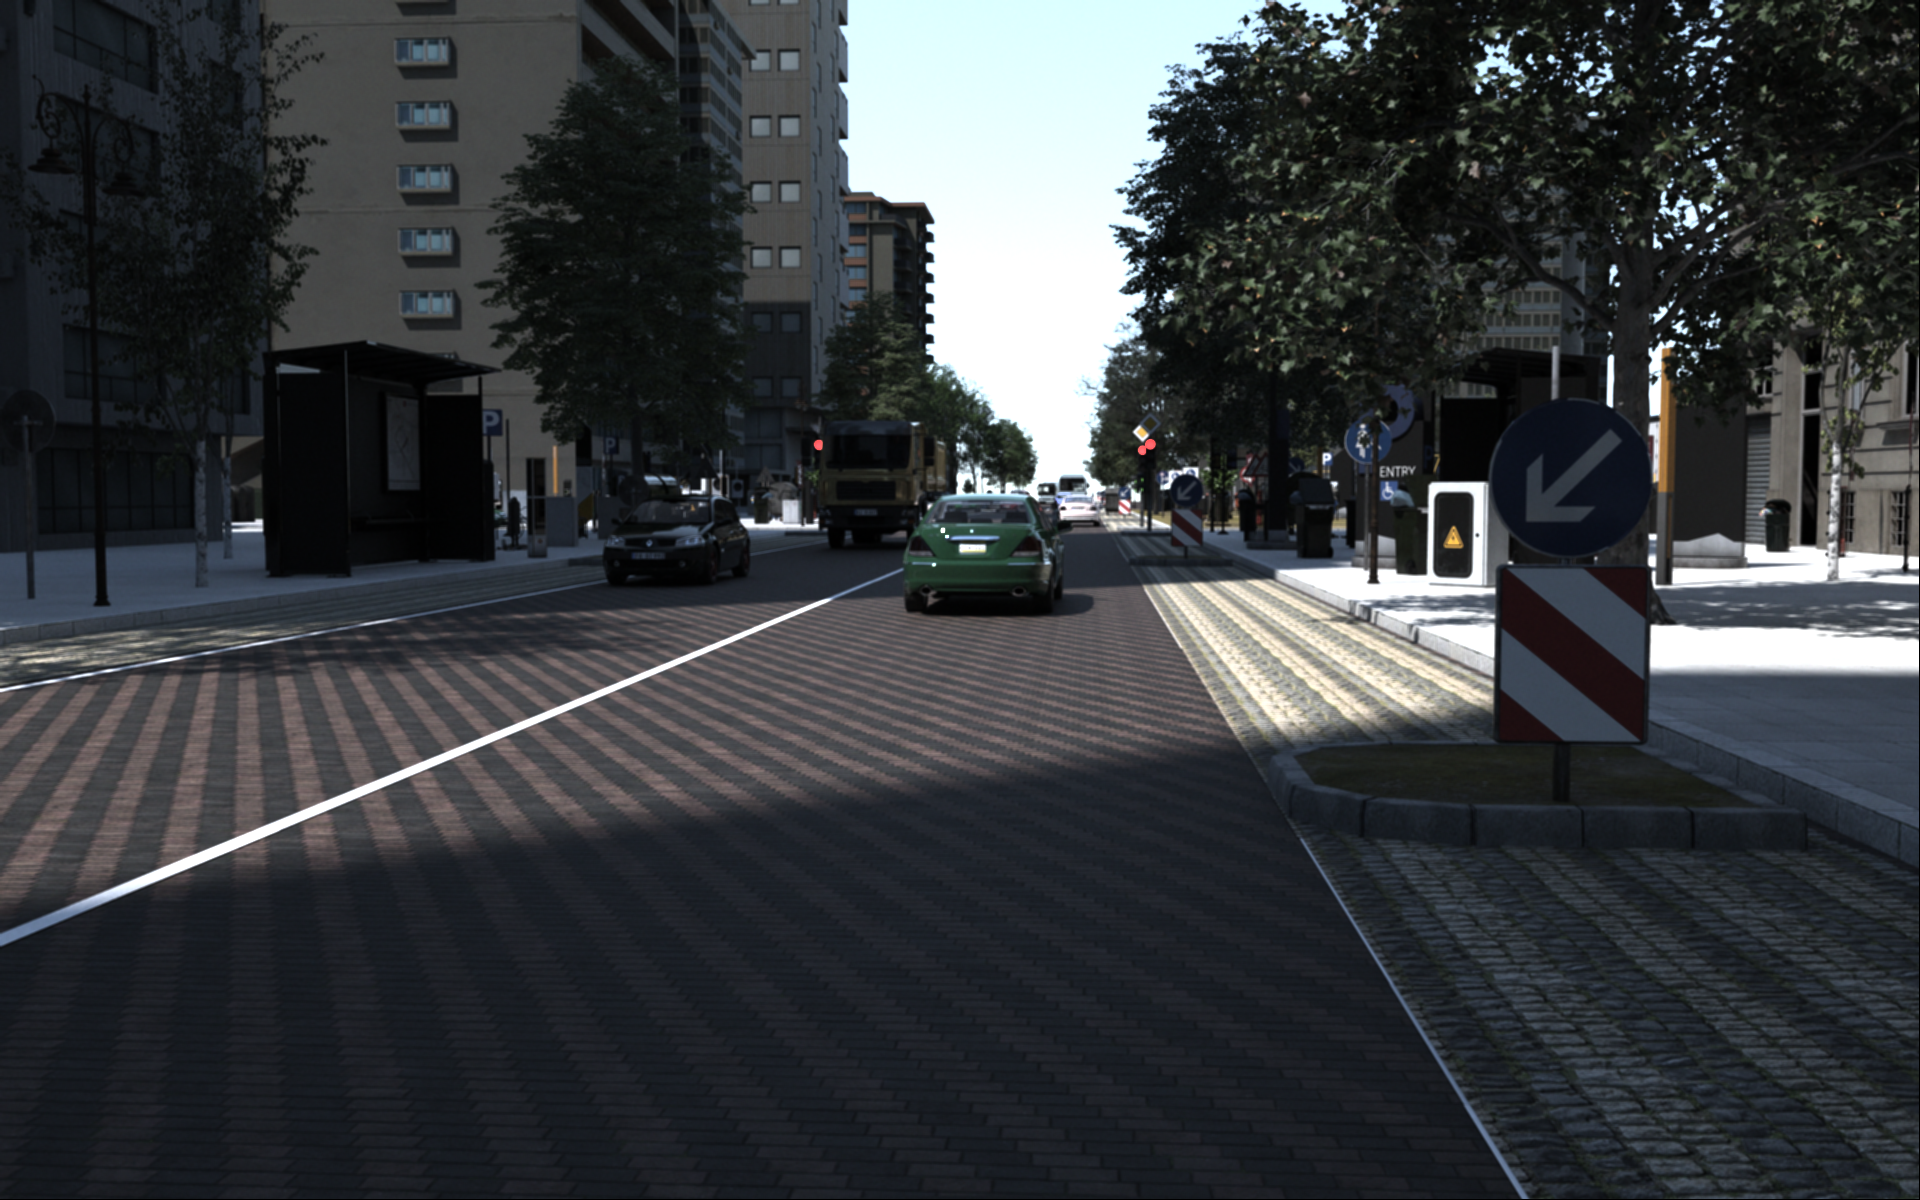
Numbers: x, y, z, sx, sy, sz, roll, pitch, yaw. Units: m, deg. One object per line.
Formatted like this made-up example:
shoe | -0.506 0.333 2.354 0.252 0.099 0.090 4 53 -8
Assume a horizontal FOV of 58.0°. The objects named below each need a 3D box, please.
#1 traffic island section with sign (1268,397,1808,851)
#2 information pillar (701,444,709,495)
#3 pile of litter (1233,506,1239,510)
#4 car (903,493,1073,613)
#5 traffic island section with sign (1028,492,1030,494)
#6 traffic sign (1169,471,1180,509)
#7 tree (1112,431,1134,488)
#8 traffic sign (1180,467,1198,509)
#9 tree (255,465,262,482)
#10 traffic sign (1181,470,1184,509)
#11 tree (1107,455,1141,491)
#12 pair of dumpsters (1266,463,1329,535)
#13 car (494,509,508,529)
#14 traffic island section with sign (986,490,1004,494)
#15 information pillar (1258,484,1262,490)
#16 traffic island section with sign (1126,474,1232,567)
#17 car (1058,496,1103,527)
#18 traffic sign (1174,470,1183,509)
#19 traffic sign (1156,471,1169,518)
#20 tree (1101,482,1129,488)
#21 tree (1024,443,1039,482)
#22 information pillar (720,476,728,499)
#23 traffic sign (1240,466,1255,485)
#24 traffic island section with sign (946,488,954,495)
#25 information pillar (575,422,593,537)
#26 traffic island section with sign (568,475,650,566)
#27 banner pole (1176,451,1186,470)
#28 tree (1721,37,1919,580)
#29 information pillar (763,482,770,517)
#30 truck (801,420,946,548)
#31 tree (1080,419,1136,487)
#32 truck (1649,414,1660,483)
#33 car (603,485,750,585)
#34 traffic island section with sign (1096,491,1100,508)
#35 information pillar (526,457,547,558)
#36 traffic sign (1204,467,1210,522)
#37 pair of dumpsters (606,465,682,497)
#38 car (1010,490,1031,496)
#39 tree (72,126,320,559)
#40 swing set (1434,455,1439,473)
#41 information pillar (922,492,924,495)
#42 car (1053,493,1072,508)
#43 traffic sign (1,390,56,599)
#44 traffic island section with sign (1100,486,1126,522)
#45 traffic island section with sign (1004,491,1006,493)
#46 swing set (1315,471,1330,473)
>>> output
traffic island section with sign | 2.465 0.043 7.923 1.989 1.847 2.006 0 4 4
information pillar | -11.919 -5.475 80.871 0.183 3.616 0.504 -3 5 -45
pile of litter | 21.845 -7.527 137.034 1.176 0.858 1.719 0 4 8
car | 0.374 -0.650 22.423 2.131 1.459 4.920 0 4 6
traffic island section with sign | 10.888 -16.437 277.373 1.989 1.847 2.006 0 4 4
traffic sign | 9.476 -4.530 76.199 0.606 2.300 0.079 1 4 8
tree | 17.405 -13.949 178.432 4.737 8.622 4.395 0 3 0
traffic sign | 8.852 -3.934 66.453 0.606 2.300 0.079 1 4 13
tree | -21.129 -3.648 54.245 1.663 3.219 1.824 0 3 0
traffic sign | 11.813 -5.607 91.776 0.768 2.556 0.104 1 4 11
tree | 21.357 -16.896 226.616 4.360 8.622 3.978 0 3 0
pair of dumpsters | 10.864 -3.263 55.851 1.574 2.255 4.437 0 4 4
car | -19.484 -3.273 65.315 4.920 1.459 2.131 0 4 3
traffic island section with sign | 2.935 -9.749 168.017 1.989 1.847 2.006 0 4 4
information pillar | 22.664 -7.755 131.281 0.304 2.012 0.304 -2 4 -30
traffic island section with sign | 4.421 -1.610 34.948 1.989 1.847 2.006 0 4 4
car | 5.351 -3.990 77.602 2.083 1.381 4.827 0 4 5
traffic sign | 11.398 -5.550 90.841 0.768 2.556 0.104 0 4 7
traffic sign | 11.041 -5.750 94.122 0.768 2.556 0.104 0 4 7
tree | 26.453 -22.739 289.905 7.486 12.596 7.792 0 3 0
tree | 9.408 -21.467 285.402 7.601 10.594 8.767 1 4 17
information pillar | -9.718 -4.092 71.403 0.304 2.012 0.304 -1 4 -12
traffic sign | 13.002 -4.776 78.186 0.768 2.556 0.104 0 4 8
traffic island section with sign | -0.707 -6.670 117.674 1.989 1.847 2.006 0 4 4
information pillar | -11.228 -3.689 51.670 0.504 3.616 0.183 0 4 2
traffic island section with sign | -6.710 -1.623 35.165 1.989 1.847 2.006 0 4 4
banner pole | 12.878 -6.811 101.379 0.863 3.779 0.401 -2 4 -27
tree | 13.255 -4.598 25.542 4.737 8.622 4.395 0 3 0
information pillar | -9.855 -5.117 88.160 0.304 2.012 0.304 1 4 11
truck | -2.083 -3.204 48.307 3.469 3.379 9.791 0 4 5
tree | 19.741 -17.922 210.031 9.611 12.733 9.660 0 3 0
truck | 30.160 -4.459 61.824 11.283 4.237 2.839 0 4 3
car | -4.644 -1.158 28.726 2.009 1.686 4.222 0 4 5
traffic island section with sign | 10.409 -6.645 117.277 1.989 1.847 2.006 0 4 4
information pillar | -8.545 -1.863 34.958 0.304 2.012 0.304 -3 4 -37
traffic sign | 11.612 -4.935 80.801 0.768 2.556 0.104 1 4 13
pair of dumpsters | -10.304 -3.302 56.483 1.574 2.255 4.437 0 4 4
car | 5.455 -9.309 160.872 2.281 1.827 5.304 0 4 5
tree | -14.761 -5.125 34.153 4.737 8.622 4.395 0 3 0
swing set | 18.236 -4.350 68.737 3.119 2.851 2.862 -2 4 -34
information pillar | -2.655 -7.804 118.955 0.183 3.616 0.504 -3 5 -44
car | 8.366 -7.889 138.571 1.945 1.707 3.694 0 4 4
traffic sign | -11.383 -1.287 21.151 0.768 2.556 0.104 1 4 12
traffic island section with sign | 8.457 -5.001 90.393 1.989 1.847 2.006 0 4 4
traffic island section with sign | 4.891 -11.393 194.901 1.989 1.847 2.006 0 4 4
swing set | 24.904 -7.316 117.228 2.862 2.851 3.119 -2 4 -35
